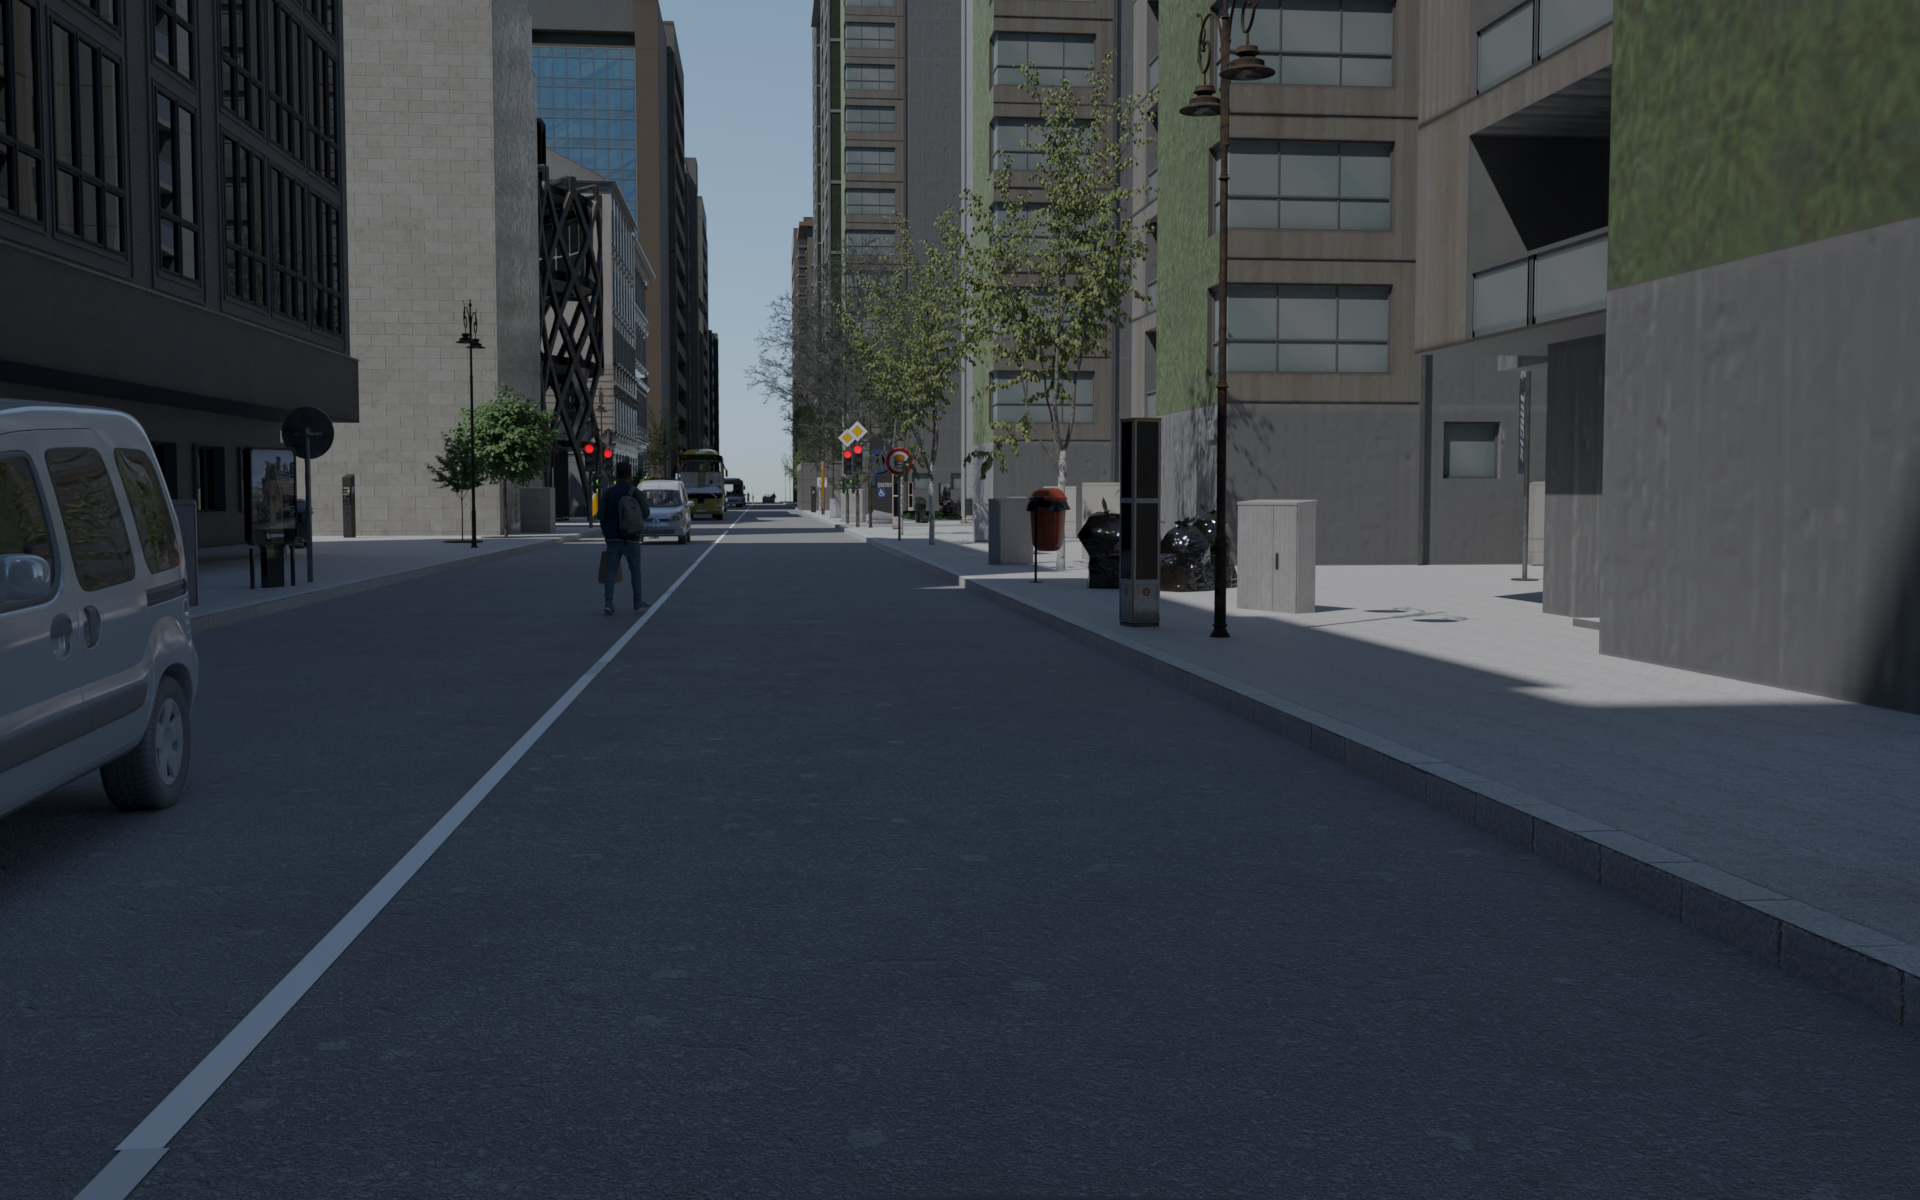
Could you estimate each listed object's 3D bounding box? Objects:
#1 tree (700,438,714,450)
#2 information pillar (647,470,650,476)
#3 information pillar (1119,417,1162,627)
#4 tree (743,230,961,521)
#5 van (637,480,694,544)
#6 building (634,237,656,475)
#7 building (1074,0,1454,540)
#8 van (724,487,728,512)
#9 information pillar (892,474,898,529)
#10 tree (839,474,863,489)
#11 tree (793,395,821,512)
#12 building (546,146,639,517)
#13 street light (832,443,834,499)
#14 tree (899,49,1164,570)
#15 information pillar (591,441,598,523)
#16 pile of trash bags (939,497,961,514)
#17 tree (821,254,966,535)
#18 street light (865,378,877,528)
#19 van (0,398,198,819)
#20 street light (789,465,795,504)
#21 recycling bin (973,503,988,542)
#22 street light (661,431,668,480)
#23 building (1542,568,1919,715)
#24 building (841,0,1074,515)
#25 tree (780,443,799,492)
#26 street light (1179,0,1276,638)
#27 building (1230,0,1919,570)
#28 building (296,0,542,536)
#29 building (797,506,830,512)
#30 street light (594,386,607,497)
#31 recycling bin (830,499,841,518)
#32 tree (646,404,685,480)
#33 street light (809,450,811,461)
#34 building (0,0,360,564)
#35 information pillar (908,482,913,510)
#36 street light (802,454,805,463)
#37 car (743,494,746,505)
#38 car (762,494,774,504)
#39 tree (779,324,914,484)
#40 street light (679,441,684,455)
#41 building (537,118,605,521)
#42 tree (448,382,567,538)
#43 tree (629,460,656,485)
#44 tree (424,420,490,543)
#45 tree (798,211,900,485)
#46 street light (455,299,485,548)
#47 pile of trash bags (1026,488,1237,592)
[{"bbox_3d":[-33.802,-16.761,224.401,4.737,8.622,4.395,0,3,0],"label":"tree"},{"bbox_3d":[-26.093,-9.383,144.774,0.504,3.616,0.183,3,5,42],"label":"information pillar"},{"bbox_3d":[1.747,-0.753,16.808,0.304,2.012,0.304,-1,4,-21],"label":"information pillar"},{"bbox_3d":[-4.977,-10.435,80.977,12.009,13.543,11.850,0,3,0],"label":"tree"},{"bbox_3d":[-8.770,-2.668,50.638,2.013,2.044,4.112,0,4,-6],"label":"van"},{"bbox_3d":[-28.228,-17.604,123.975,11.583,22.565,21.152,0,4,-6],"label":"building"},{"bbox_3d":[7.204,-22.958,58.950,14.154,41.232,14.086,0,4,-6],"label":"building"},{"bbox_3d":[-20.315,-8.516,143.625,2.240,2.365,5.245,0,4,-6],"label":"van"},{"bbox_3d":[-2.284,-3.574,62.922,0.304,2.012,0.304,0,4,8],"label":"information pillar"},{"bbox_3d":[-6.725,-6.780,105.456,1.663,3.219,1.824,0,3,0],"label":"tree"},{"bbox_3d":[-10.242,-10.774,126.518,4.360,8.622,3.978,0,3,0],"label":"tree"},{"bbox_3d":[-24.862,-15.613,104.428,9.793,20.994,18.267,0,4,-6],"label":"building"},{"bbox_3d":[-7.247,-7.716,98.939,0.468,5.910,1.993,0,4,-6],"label":"street light"},{"bbox_3d":[1.610,-4.820,29.176,4.737,8.622,4.395,0,3,0],"label":"tree"},{"bbox_3d":[-16.103,-5.191,76.221,0.183,3.616,0.504,-3,4,-38],"label":"information pillar"},{"bbox_3d":[0.277,-5.765,104.006,3.447,1.369,1.912,3,5,39],"label":"pile of trash bags"},{"bbox_3d":[-1.820,-6.327,53.810,4.360,8.622,3.978,0,3,0],"label":"tree"},{"bbox_3d":[-3.406,-5.687,65.775,0.468,5.910,1.993,0,4,-6],"label":"street light"},{"bbox_3d":[-4.228,0.034,6.449,2.013,2.044,4.112,0,4,-8],"label":"van"},{"bbox_3d":[-21.548,-15.420,224.900,0.468,5.910,1.993,0,4,-6],"label":"street light"},{"bbox_3d":[0.725,-2.072,46.435,0.722,1.027,0.722,0,4,-2],"label":"recycling bin"},{"bbox_3d":[-21.131,-9.262,124.218,0.468,5.910,1.993,0,4,-6],"label":"street light"},{"bbox_3d":[11.905,-20.276,15.111,14.154,41.232,14.086,0,4,-6],"label":"building"},{"bbox_3d":[-0.887,-26.348,114.377,14.154,41.232,14.086,0,4,-6],"label":"building"},{"bbox_3d":[-22.114,-17.358,234.172,4.737,8.622,4.395,0,3,0],"label":"tree"},{"bbox_3d":[2.334,-2.605,15.374,0.468,5.910,1.993,0,4,-6],"label":"street light"},{"bbox_3d":[10.831,-21.626,37.175,14.154,41.232,14.086,0,4,-6],"label":"building"},{"bbox_3d":[-23.191,-12.387,57.272,16.860,20.320,10.420,0,4,-6],"label":"building"},{"bbox_3d":[-2.774,-42.842,138.712,20.563,71.187,20.611,0,4,-6],"label":"building"},{"bbox_3d":[-15.333,-6.198,74.132,0.468,5.910,1.993,0,4,-6],"label":"street light"},{"bbox_3d":[-6.536,-4.919,92.980,0.722,1.027,0.722,-2,4,-27],"label":"recycling bin"},{"bbox_3d":[-24.078,-11.508,138.519,4.737,8.622,4.395,0,3,0],"label":"tree"},{"bbox_3d":[-12.873,-10.772,148.907,0.468,5.910,1.993,0,4,-6],"label":"street light"},{"bbox_3d":[-18.568,-14.122,24.405,14.314,27.812,24.014,0,4,-6],"label":"building"},{"bbox_3d":[-3.048,-6.268,106.980,0.304,2.012,0.304,0,4,-5],"label":"information pillar"},{"bbox_3d":[-15.817,-12.369,175.018,0.468,5.910,1.993,0,4,-6],"label":"street light"},{"bbox_3d":[-28.360,-12.981,220.915,2.281,1.827,5.304,0,4,-6],"label":"car"},{"bbox_3d":[-28.779,-15.164,259.940,2.014,1.417,4.499,0,4,-5],"label":"car"},{"bbox_3d":[-6.094,-9.665,92.430,7.601,10.594,8.767,-2,4,-25],"label":"tree"},{"bbox_3d":[-24.018,-10.817,149.642,0.468,5.910,1.993,0,4,-6],"label":"street light"},{"bbox_3d":[-25.403,-13.073,81.195,16.820,18.784,16.811,0,4,-6],"label":"building"},{"bbox_3d":[-13.282,-4.108,50.878,4.285,4.588,4.351,0,3,0],"label":"tree"},{"bbox_3d":[-18.136,-6.358,98.548,1.663,3.219,1.824,0,3,0],"label":"tree"},{"bbox_3d":[-13.271,-3.122,45.651,1.663,3.219,1.824,0,3,0],"label":"tree"},{"bbox_3d":[-0.952,-5.702,43.589,4.737,8.622,4.395,0,3,0],"label":"tree"},{"bbox_3d":[-11.620,-4.187,41.253,0.468,5.910,1.993,0,4,-6],"label":"street light"},{"bbox_3d":[2.278,-0.887,24.250,3.447,1.369,1.912,3,5,43],"label":"pile of trash bags"}]
